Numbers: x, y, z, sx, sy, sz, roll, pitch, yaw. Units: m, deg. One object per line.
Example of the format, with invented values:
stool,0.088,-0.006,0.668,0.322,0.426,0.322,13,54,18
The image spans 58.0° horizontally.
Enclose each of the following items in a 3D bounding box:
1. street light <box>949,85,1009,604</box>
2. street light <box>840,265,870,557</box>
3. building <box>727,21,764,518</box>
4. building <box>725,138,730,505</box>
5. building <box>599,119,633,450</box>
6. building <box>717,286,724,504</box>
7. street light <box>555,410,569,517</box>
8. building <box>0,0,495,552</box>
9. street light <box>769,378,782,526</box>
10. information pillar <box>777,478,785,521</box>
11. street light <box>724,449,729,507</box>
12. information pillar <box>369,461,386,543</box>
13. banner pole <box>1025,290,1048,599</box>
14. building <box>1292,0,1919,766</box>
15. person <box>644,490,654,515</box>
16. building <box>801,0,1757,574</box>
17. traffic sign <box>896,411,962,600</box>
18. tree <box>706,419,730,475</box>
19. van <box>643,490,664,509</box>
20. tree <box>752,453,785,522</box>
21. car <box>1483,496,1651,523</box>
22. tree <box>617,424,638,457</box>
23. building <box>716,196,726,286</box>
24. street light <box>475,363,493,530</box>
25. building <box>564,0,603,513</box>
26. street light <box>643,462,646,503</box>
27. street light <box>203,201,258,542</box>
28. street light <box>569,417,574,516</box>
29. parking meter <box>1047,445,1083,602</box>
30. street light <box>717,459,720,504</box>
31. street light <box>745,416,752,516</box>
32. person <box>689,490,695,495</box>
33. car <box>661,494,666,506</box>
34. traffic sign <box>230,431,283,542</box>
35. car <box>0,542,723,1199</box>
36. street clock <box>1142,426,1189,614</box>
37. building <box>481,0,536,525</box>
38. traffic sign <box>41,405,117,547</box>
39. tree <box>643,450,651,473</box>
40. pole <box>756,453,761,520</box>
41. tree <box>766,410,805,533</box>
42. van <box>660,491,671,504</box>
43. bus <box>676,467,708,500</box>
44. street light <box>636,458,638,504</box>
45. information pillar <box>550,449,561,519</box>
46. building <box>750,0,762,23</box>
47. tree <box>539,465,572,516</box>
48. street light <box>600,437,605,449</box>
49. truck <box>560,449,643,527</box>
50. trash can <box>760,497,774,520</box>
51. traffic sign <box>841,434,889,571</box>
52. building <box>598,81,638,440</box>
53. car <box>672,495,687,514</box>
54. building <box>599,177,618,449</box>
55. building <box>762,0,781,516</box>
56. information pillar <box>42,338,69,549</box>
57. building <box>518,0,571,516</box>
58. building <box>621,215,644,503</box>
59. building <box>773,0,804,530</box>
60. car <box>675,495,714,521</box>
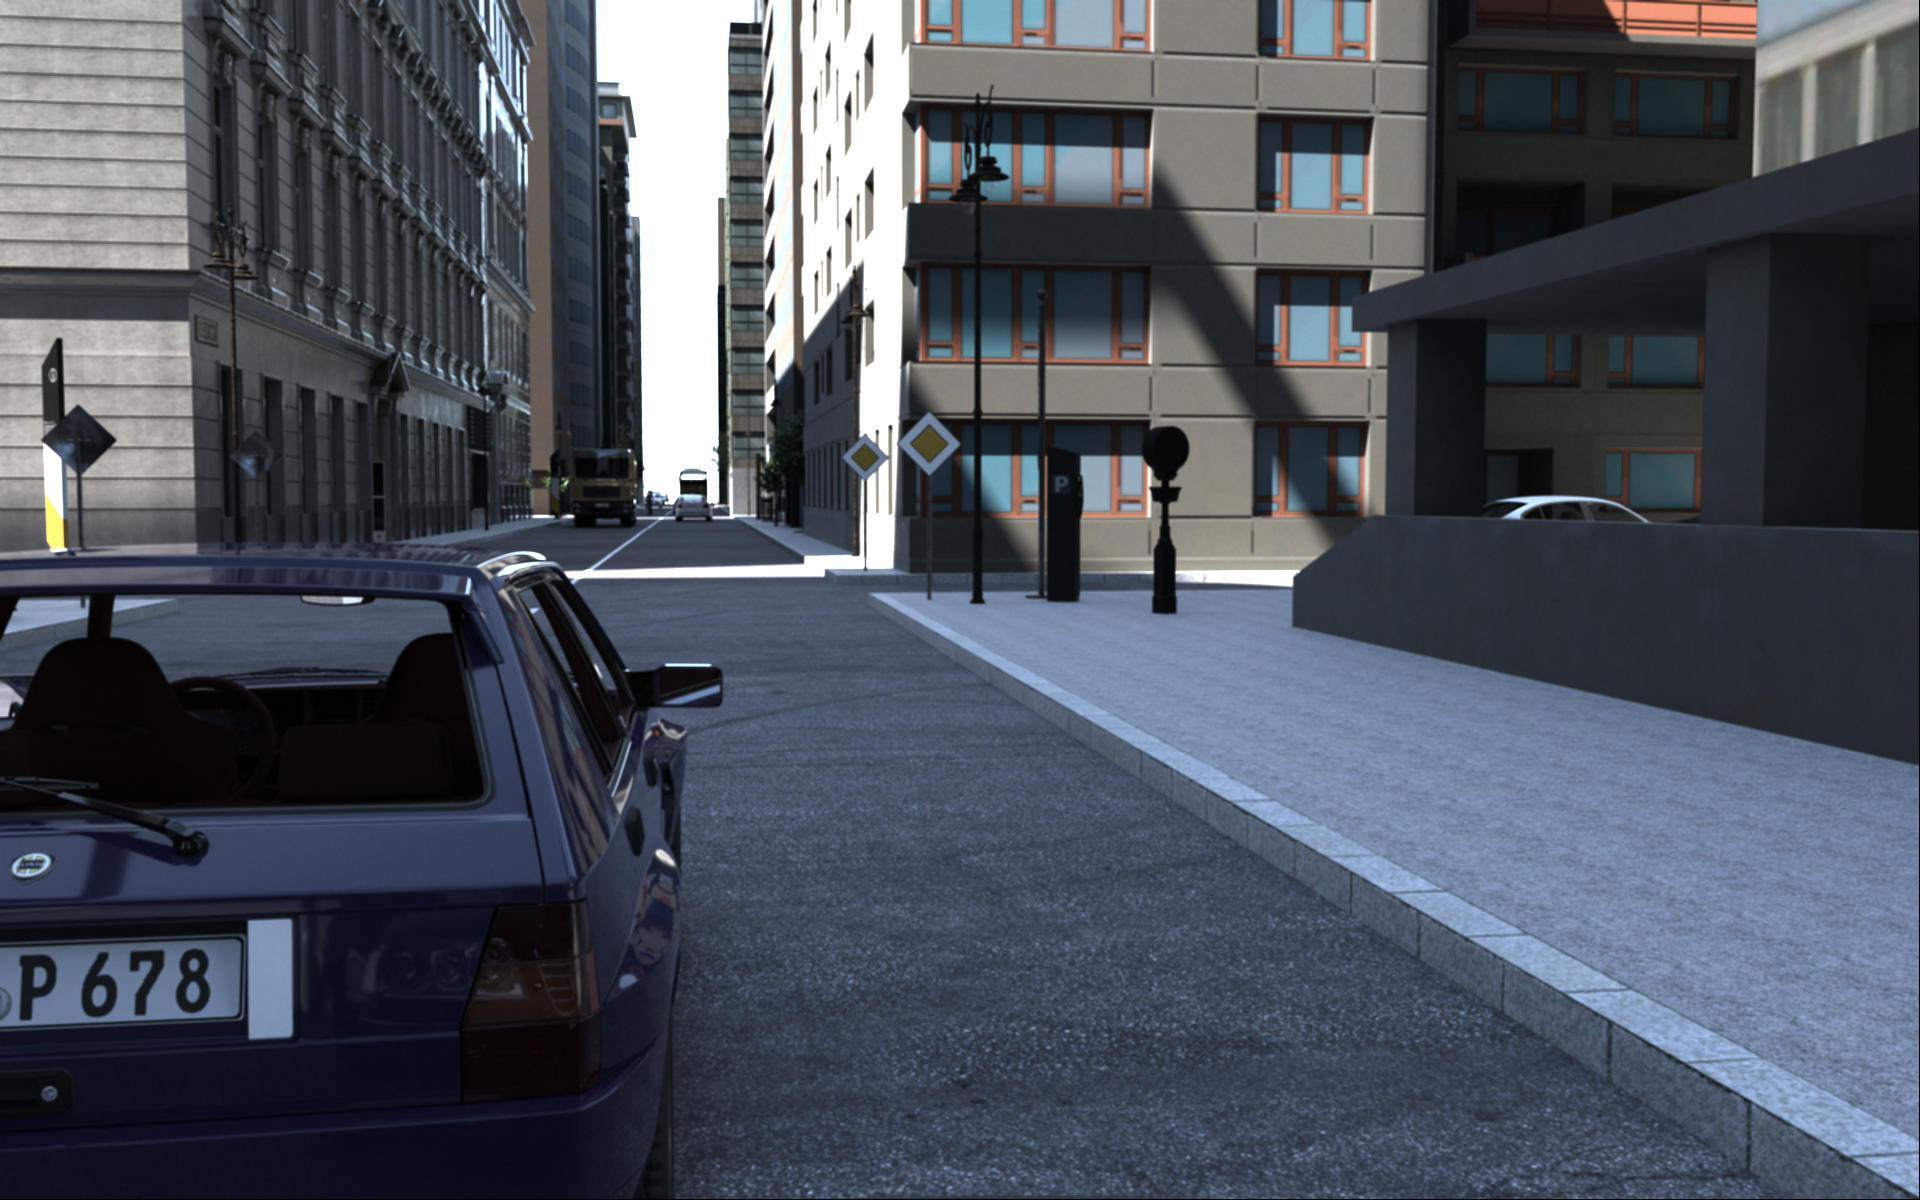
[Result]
street light,0.207,-2.897,20.147,0.468,5.910,1.993,-1,4,-9
street light,-2.127,-3.810,35.084,0.468,5.910,1.993,-1,4,-9
building,-7.791,-20.751,110.985,14.160,30.474,14.107,-1,4,-9
building,-20.320,-31.751,202.723,14.154,41.232,14.086,-1,4,-9
building,-48.848,-33.172,196.983,22.147,44.769,28.867,-1,4,-9
building,-26.670,-28.688,240.749,14.160,30.474,14.107,-1,4,-9
street light,-21.961,-7.480,95.082,0.468,5.910,1.993,-1,4,-9
building,-23.416,-16.561,47.180,17.030,29.872,44.131,-1,4,-9
street light,-7.334,-5.881,68.935,0.468,5.910,1.993,-1,4,-9
information pillar,-8.371,-4.703,81.387,0.304,2.012,0.304,3,5,40
street light,-23.979,-12.551,178.003,0.468,5.910,1.993,-1,4,-9
information pillar,-12.993,-2.090,38.670,0.304,2.012,0.304,-2,4,-24
banner pole,1.001,-1.928,21.539,0.401,3.779,0.863,0,4,-2
building,20.187,-19.525,11.120,32.217,40.220,23.993,-1,4,-9
person,-21.480,-6.751,119.597,0.721,1.743,1.217,-3,5,-43
building,11.389,-12.109,43.022,28.899,21.520,27.650,-1,4,-9
traffic sign,-0.375,-1.059,20.951,0.795,2.450,0.064,-1,4,-9
tree,-24.183,-15.472,187.383,7.601,10.594,8.767,2,4,30
van,-30.671,-10.171,173.299,2.013,2.044,4.112,-1,4,-10
tree,-8.762,-5.201,79.632,1.663,3.219,1.824,0,3,0
car,8.957,-0.795,24.994,4.499,1.417,2.014,-1,4,-9
tree,-35.281,-13.953,178.497,4.737,8.622,4.395,0,3,0
building,-28.579,-36.954,254.313,14.600,45.320,14.200,-1,4,-9
street light,-16.746,-5.402,61.115,0.468,5.910,1.993,-1,4,-9
building,-38.130,-35.836,127.922,21.231,58.520,28.212,-1,4,-9
street light,-46.104,-17.150,253.186,0.468,5.910,1.993,-1,4,-9
street light,-11.614,-3.360,27.727,0.468,5.910,1.993,-1,4,-9
street light,-23.228,-7.992,103.462,0.468,5.910,1.993,-1,4,-9
parking meter,1.252,-0.914,20.663,0.399,1.863,0.255,1,4,17
street light,-31.530,-15.566,227.290,0.468,5.910,1.993,-1,4,-9
street light,-12.539,-7.952,102.801,0.468,5.910,1.993,-1,4,-9
person,-18.867,-6.888,122.065,0.756,1.711,0.436,1,4,19
car,-38.064,-12.612,218.206,2.014,1.417,4.499,-1,4,-11
traffic sign,-11.118,-1.454,27.414,0.795,2.450,0.064,-1,4,-9
car,-1.540,0.515,4.162,1.945,1.354,3.894,-1,4,-9
street clock,2.202,-0.858,18.598,0.471,2.002,0.358,-2,4,-31
building,-26.971,-17.933,79.109,13.634,28.700,20.117,-1,4,-9
traffic sign,-9.912,-0.971,19.520,0.795,2.450,0.064,-1,4,-9
tree,-48.408,-18.901,259.386,4.360,8.622,3.978,0,3,0
pole,-10.136,-5.702,87.067,0.158,3.312,0.155,0,3,0
tree,-4.785,-4.536,57.874,4.285,4.588,4.351,0,3,0
van,-43.591,-15.169,255.030,2.013,2.044,4.112,-1,4,-9
bus,-24.616,-10.274,159.520,2.896,3.916,12.252,-1,4,-10
street light,-40.817,-15.072,219.207,0.468,5.910,1.993,-1,4,-9
information pillar,-20.814,-5.975,89.040,0.183,3.616,0.504,3,5,39
building,-9.762,-33.331,164.577,23.786,49.044,30.456,-1,4,-9
tree,-23.142,-6.443,99.937,1.663,3.219,1.824,0,3,0
street light,-28.201,-10.036,136.874,0.468,5.910,1.993,-1,4,-9
truck,-15.719,-4.943,76.750,3.469,3.379,9.791,-1,4,-9
trash can,-9.554,-4.539,85.861,0.748,1.137,0.748,0,3,0
traffic sign,-1.581,-1.541,28.845,0.795,2.450,0.064,-1,4,-9
building,-56.399,-38.827,224.053,28.713,52.752,27.495,-1,4,-9
car,-19.829,-6.915,125.421,2.083,1.381,4.827,-1,4,-10
building,-40.051,-24.017,164.374,14.160,30.474,14.107,-1,4,-9
building,0.474,-28.739,93.583,21.300,48.544,21.600,-1,4,-9
information pillar,-13.676,-2.131,26.196,0.504,3.616,0.183,2,4,35
building,-32.045,-27.990,107.744,14.600,45.320,14.200,-1,4,-9
building,-52.442,-34.409,246.176,14.154,41.232,14.086,-1,4,-9
building,-0.049,-25.525,67.451,14.600,45.320,14.200,-1,4,-9
car,-14.166,-4.887,92.262,2.083,1.381,4.827,0,4,-7
